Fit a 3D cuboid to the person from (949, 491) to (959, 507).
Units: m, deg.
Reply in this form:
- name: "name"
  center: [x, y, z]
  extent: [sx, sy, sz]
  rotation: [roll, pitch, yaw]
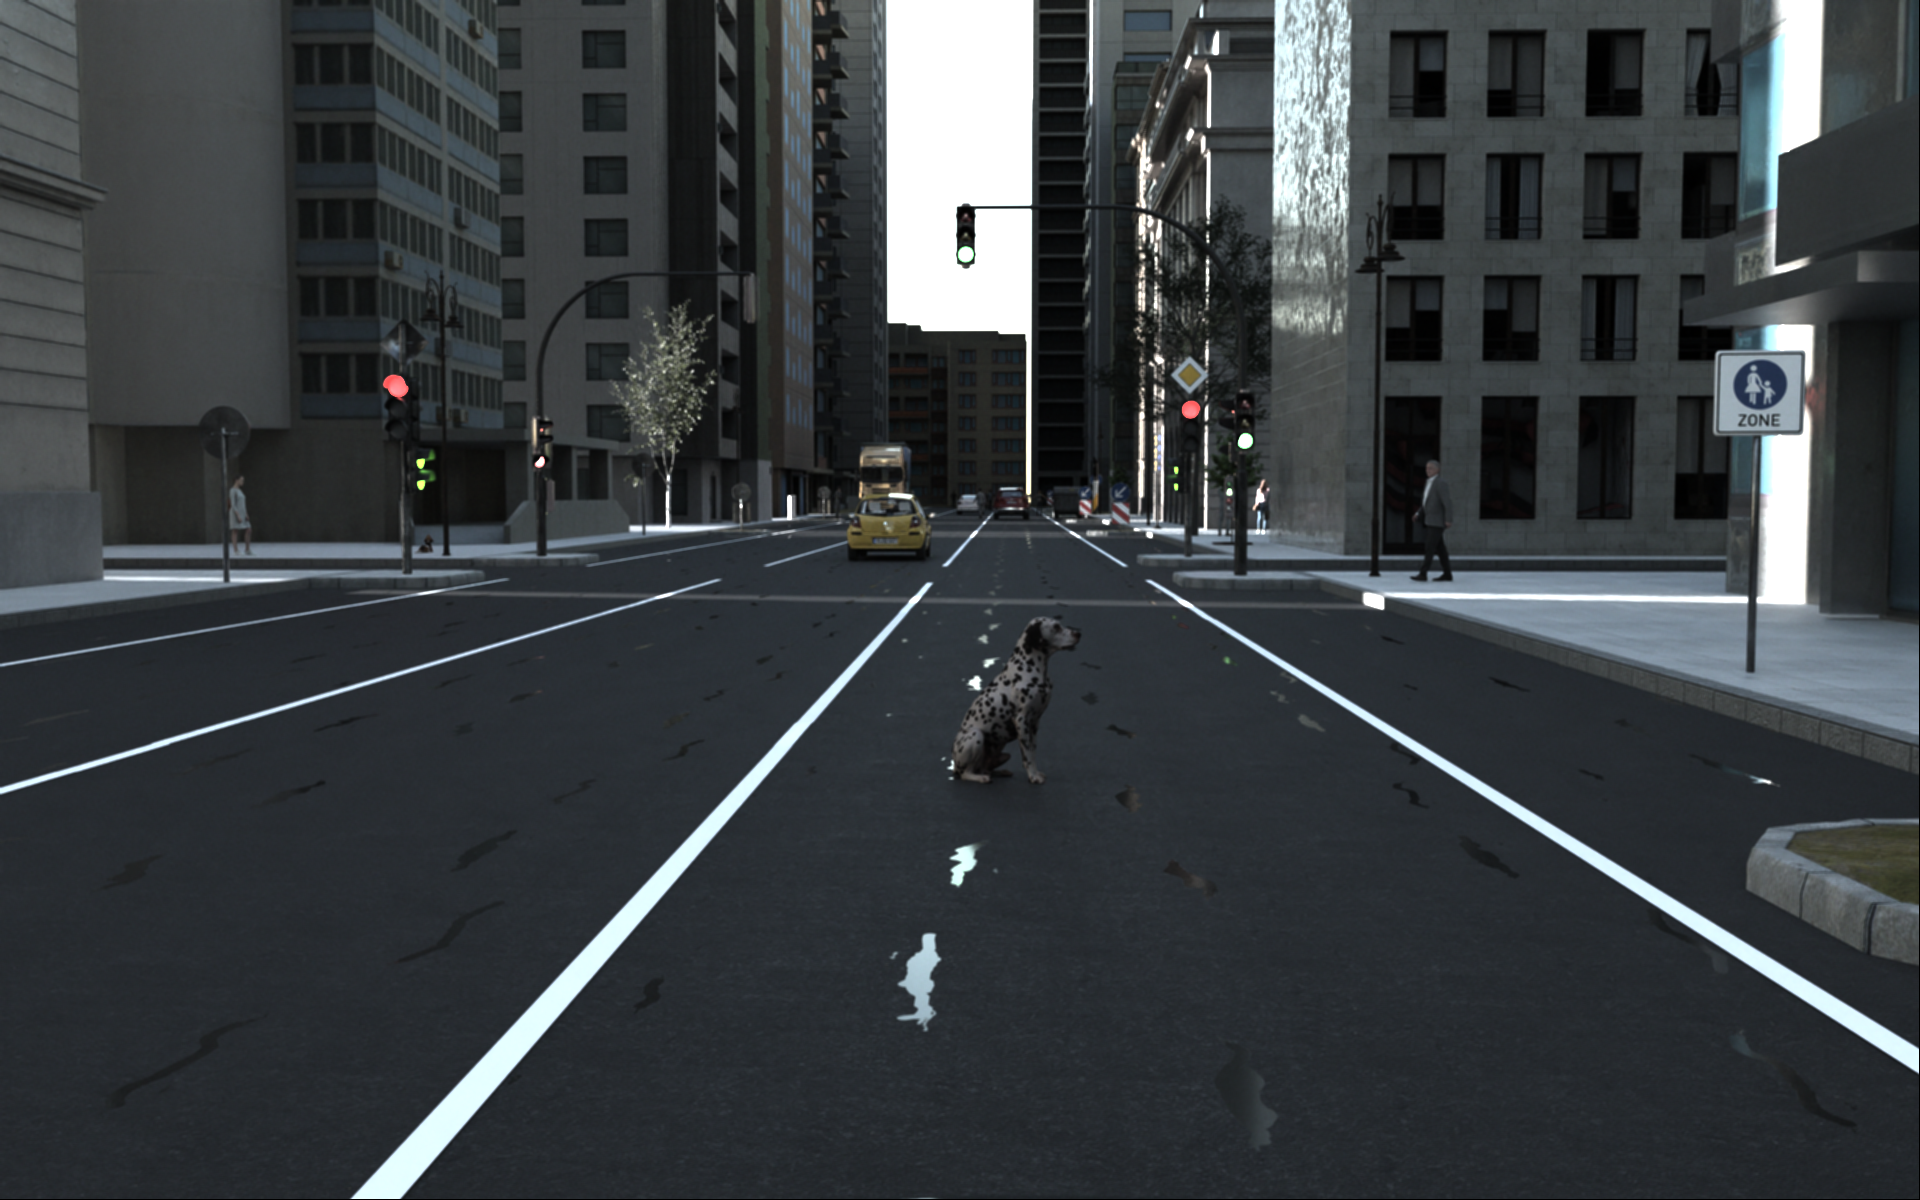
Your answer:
- name: "person"
  center: [-0.640, -10.896, 186.667]
  extent: [1.348, 1.821, 0.705]
  rotation: [3, 4, 38]

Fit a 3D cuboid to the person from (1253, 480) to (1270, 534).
- name: "person"
  center: [9.854, -3.042, 56.366]
  extent: [0.593, 1.750, 0.643]
  rotation: [1, 4, 17]

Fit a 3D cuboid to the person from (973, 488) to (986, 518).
- name: "person"
  center: [1.204, -5.793, 103.489]
  extent: [0.678, 1.792, 0.850]
  rotation: [-1, 4, -19]

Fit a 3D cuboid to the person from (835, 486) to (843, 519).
- name: "person"
  center: [-6.537, -5.212, 93.519]
  extent: [0.447, 1.846, 0.655]
  rotation: [-1, 4, -13]

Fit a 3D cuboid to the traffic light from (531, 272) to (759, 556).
- name: "traffic light"
  center: [-6.522, -3.728, 35.616]
  extent: [4.771, 5.953, 1.251]
  rotation: [0, 4, 2]

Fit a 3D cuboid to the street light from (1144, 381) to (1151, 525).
- name: "street light"
  center: [7.738, -6.005, 70.965]
  extent: [0.468, 5.910, 1.993]
  rotation: [0, 4, 2]

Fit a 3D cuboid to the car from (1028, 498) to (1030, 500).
- name: "car"
  center: [5.115, -8.599, 152.399]
  extent: [2.131, 1.459, 4.920]
  rotation: [0, 4, 1]

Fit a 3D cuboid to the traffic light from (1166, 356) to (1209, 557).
- name: "traffic light"
  center: [4.641, -2.835, 35.275]
  extent: [0.839, 4.253, 0.868]
  rotation: [0, 4, 2]

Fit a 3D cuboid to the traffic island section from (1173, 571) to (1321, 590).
- name: "traffic island section"
  center: [4.450, -0.313, 27.406]
  extent: [2.009, 0.180, 2.903]
  rotation: [0, 4, 2]

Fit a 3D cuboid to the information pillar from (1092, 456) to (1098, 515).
- name: "information pillar"
  center: [8.360, -7.068, 106.920]
  extent: [0.183, 3.616, 0.504]
  rotation: [-2, 4, -25]

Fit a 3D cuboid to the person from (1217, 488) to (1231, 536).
- name: "person"
  center: [8.166, -2.872, 53.183]
  extent: [0.511, 1.800, 0.466]
  rotation: [1, 4, 19]

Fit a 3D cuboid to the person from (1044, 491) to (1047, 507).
- name: "person"
  center: [9.004, -10.563, 181.924]
  extent: [1.217, 1.735, 0.721]
  rotation: [0, 4, 0]

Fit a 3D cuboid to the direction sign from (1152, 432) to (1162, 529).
- name: "direction sign"
  center: [7.279, -4.395, 63.858]
  extent: [0.379, 3.537, 0.876]
  rotation: [-1, 4, -9]

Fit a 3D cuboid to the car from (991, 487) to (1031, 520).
- name: "car"
  center: [2.928, -5.532, 99.129]
  extent: [2.281, 1.827, 5.304]
  rotation: [0, 4, 1]

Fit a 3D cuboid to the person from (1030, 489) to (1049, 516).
- name: "person"
  center: [5.201, -6.378, 113.497]
  extent: [1.217, 1.735, 0.721]
  rotation: [0, 4, 3]

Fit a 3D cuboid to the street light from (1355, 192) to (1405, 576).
- name: "street light"
  center: [6.477, -3.308, 26.869]
  extent: [0.468, 5.910, 1.993]
  rotation: [0, 4, 2]

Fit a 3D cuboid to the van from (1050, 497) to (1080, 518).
- name: "van"
  center: [6.444, -5.916, 103.738]
  extent: [2.013, 2.044, 4.112]
  rotation: [0, 4, 1]

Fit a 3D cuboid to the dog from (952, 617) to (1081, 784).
- name: "dog"
  center: [0.181, 0.491, 8.817]
  extent: [0.513, 0.831, 0.800]
  rotation: [-2, 4, -32]

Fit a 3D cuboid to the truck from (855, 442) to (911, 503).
- name: "truck"
  center: [-4.127, -6.562, 96.203]
  extent: [2.839, 4.237, 11.283]
  rotation: [0, 4, 0]

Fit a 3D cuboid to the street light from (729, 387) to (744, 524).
- name: "street light"
  center: [-9.620, -6.250, 74.968]
  extent: [0.468, 5.910, 1.993]
  rotation: [0, 4, 2]

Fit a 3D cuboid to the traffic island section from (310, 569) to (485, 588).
- name: "traffic island section"
  center: [-8.886, -0.337, 27.795]
  extent: [2.009, 0.180, 2.903]
  rotation: [0, 4, 2]

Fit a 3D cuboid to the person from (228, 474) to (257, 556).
- name: "person"
  center: [-14.937, -1.763, 35.865]
  extent: [0.522, 1.701, 0.512]
  rotation: [0, 4, 3]

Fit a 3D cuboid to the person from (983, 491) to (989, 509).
- name: "person"
  center: [2.386, -9.371, 162.272]
  extent: [0.990, 1.755, 0.434]
  rotation: [2, 4, 34]

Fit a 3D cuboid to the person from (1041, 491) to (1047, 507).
- name: "person"
  center: [8.493, -10.322, 177.785]
  extent: [1.217, 1.766, 0.721]
  rotation: [2, 4, 31]

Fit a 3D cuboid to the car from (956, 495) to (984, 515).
- name: "car"
  center: [0.754, -6.706, 122.002]
  extent: [2.083, 1.381, 4.827]
  rotation: [0, 4, 2]

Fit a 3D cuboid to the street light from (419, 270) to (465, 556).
- name: "street light"
  center: [-10.709, -3.863, 35.945]
  extent: [0.468, 5.910, 1.993]
  rotation: [0, 4, 2]

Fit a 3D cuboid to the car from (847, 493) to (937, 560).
- name: "car"
  center: [-1.548, -1.749, 38.819]
  extent: [2.015, 1.641, 3.980]
  rotation: [0, 4, 1]

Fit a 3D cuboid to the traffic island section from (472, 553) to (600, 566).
- name: "traffic island section"
  center: [-8.655, -0.825, 35.777]
  extent: [2.009, 0.180, 2.903]
  rotation: [0, 4, 2]

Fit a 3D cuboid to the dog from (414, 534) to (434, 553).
- name: "dog"
  center: [-11.770, -1.235, 37.934]
  extent: [0.550, 0.427, 0.748]
  rotation: [3, 5, 40]

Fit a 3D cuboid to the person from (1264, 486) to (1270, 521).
- name: "person"
  center: [9.501, -2.809, 52.089]
  extent: [0.709, 1.813, 0.853]
  rotation: [1, 4, 10]

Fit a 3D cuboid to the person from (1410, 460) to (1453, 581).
- name: "person"
  center: [6.889, -1.158, 25.381]
  extent: [0.834, 1.777, 0.661]
  rotation: [-1, 4, -21]

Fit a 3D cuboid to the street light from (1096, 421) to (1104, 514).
- name: "street light"
  center: [8.895, -8.383, 109.851]
  extent: [0.468, 5.910, 1.993]
  rotation: [0, 4, 2]

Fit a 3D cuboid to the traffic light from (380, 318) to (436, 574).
- name: "traffic light"
  center: [-8.846, -2.369, 27.659]
  extent: [0.839, 4.253, 0.868]
  rotation: [0, 4, 2]

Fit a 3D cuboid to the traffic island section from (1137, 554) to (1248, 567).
- name: "traffic island section"
  center: [4.681, -0.802, 35.387]
  extent: [2.009, 0.180, 2.903]
  rotation: [0, 4, 2]

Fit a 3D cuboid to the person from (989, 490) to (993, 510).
- name: "person"
  center: [2.725, -8.877, 153.619]
  extent: [0.705, 1.826, 1.348]
  rotation: [-1, 4, -10]

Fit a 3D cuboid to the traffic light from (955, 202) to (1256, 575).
- name: "traffic light"
  center: [2.316, -3.214, 27.212]
  extent: [4.771, 5.953, 1.251]
  rotation: [0, 4, 2]
